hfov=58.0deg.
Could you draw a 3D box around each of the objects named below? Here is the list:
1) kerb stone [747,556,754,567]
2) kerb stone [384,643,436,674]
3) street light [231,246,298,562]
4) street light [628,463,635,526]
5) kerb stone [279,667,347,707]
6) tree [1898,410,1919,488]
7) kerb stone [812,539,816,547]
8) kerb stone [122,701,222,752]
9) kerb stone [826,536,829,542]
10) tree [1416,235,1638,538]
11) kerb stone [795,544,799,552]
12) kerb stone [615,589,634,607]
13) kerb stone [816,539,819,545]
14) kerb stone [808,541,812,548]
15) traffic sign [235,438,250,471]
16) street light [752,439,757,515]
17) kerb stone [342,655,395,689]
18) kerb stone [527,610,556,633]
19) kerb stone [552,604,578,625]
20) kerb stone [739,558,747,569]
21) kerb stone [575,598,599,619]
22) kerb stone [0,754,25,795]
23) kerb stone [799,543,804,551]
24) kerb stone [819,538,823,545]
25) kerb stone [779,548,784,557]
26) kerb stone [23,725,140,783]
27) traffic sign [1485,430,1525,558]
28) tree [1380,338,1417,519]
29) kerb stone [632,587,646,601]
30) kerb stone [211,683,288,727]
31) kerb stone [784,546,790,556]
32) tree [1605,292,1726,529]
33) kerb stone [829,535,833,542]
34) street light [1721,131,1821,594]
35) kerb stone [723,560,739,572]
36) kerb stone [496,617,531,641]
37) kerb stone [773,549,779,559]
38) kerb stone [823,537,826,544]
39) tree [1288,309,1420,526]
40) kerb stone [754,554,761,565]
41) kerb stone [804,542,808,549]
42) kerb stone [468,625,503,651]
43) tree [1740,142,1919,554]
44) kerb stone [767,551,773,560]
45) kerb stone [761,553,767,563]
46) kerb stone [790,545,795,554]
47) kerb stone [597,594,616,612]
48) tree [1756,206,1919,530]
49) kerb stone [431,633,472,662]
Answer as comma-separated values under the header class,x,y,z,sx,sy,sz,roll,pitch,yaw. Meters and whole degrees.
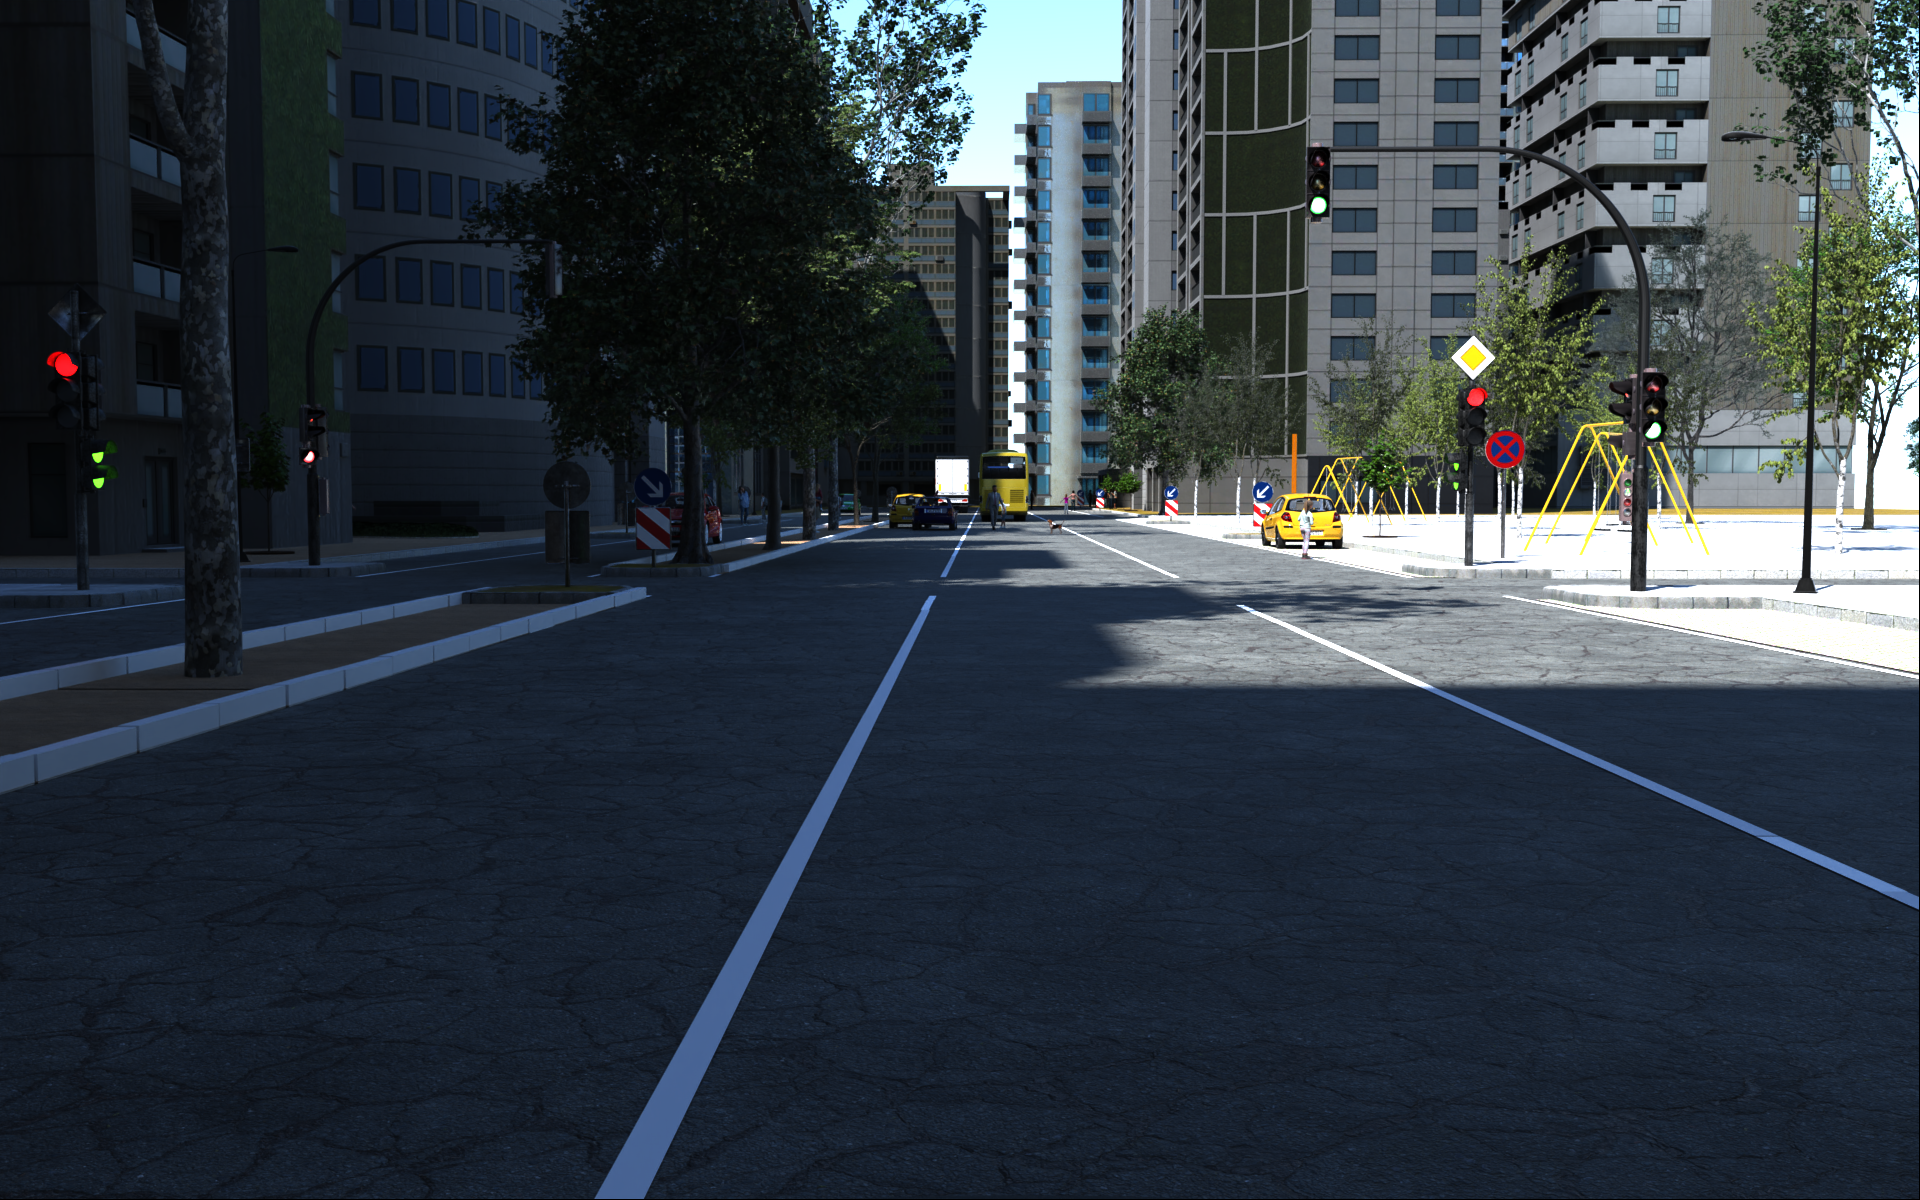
class,x,y,z,sx,sy,sz,roll,pitch,yaw
kerb stone,-4.241,-0.731,34.192,0.120,0.150,1.000,0,4,1
kerb stone,-4.540,0.489,14.207,0.120,0.150,1.000,0,4,1
street light,-13.063,-3.669,32.533,1.470,5.913,1.316,0,4,1
street light,-12.564,-5.885,68.760,1.470,5.913,1.316,0,4,1
kerb stone,-4.569,0.614,12.154,0.120,0.150,1.000,0,4,1
tree,59.775,-7.789,90.253,20.602,7.101,11.467,-2,4,-24
kerb stone,-4.056,-1.487,46.509,0.120,0.150,1.000,0,4,1
kerb stone,-4.599,0.740,10.095,0.120,0.150,1.000,0,4,1
kerb stone,-3.997,-1.738,50.610,0.120,0.150,1.000,0,4,1
tree,16.528,-6.113,50.311,4.737,8.622,4.395,0,3,0
kerb stone,-4.112,-1.236,42.404,0.120,0.150,1.000,0,4,1
kerb stone,-4.411,-0.007,22.386,0.120,0.150,1.000,0,4,1
kerb stone,-4.037,-1.550,47.541,0.120,0.150,1.000,0,4,1
kerb stone,-4.066,-1.424,45.486,0.120,0.150,1.000,0,4,1
traffic sign,-13.266,-1.806,31.651,0.606,2.300,0.079,0,4,6
street light,-11.993,-8.121,105.316,1.470,5.913,1.316,0,4,1
kerb stone,-4.548,0.556,13.180,0.120,0.150,1.000,0,4,1
kerb stone,-4.478,0.239,18.294,0.120,0.150,1.000,0,4,1
kerb stone,-4.467,0.176,19.316,0.120,0.150,1.000,0,4,1
kerb stone,-4.256,-0.671,33.170,0.120,0.150,1.000,0,4,1
kerb stone,-4.446,0.113,20.343,0.120,0.150,1.000,0,4,1
kerb stone,-4.633,0.866,8.042,0.120,0.150,1.000,0,4,1
kerb stone,-4.097,-1.297,43.436,0.120,0.150,1.000,0,4,1
kerb stone,-4.028,-1.613,48.563,0.120,0.150,1.000,0,4,1
kerb stone,-4.162,-1.048,39.324,0.120,0.150,1.000,0,4,1
kerb stone,-4.618,0.807,9.074,0.120,0.150,1.000,0,4,1
traffic sign,10.832,-2.103,34.491,0.768,2.556,0.104,0,4,8
tree,21.388,-7.768,77.368,4.737,8.622,4.395,0,3,0
kerb stone,-4.397,-0.071,23.408,0.120,0.150,1.000,0,4,1
kerb stone,-4.591,0.678,11.117,0.120,0.150,1.000,0,4,1
kerb stone,-4.146,-1.111,40.354,0.120,0.150,1.000,0,4,1
tree,25.326,-6.855,62.449,4.360,8.622,3.978,0,3,0
kerb stone,-3.975,-1.800,51.632,0.120,0.150,1.000,0,4,1
street light,10.445,-3.045,22.330,1.470,5.913,1.316,0,4,1
kerb stone,-4.275,-0.609,32.148,0.120,0.150,1.000,0,4,1
kerb stone,-4.497,0.301,17.272,0.120,0.150,1.000,0,4,1
kerb stone,-4.176,-0.983,38.302,0.120,0.150,1.000,0,4,1
kerb stone,-4.009,-1.674,49.588,0.120,0.150,1.000,0,4,1
tree,16.222,-7.255,68.975,4.360,8.622,3.978,0,3,0
kerb stone,-4.225,-0.797,35.232,0.120,0.150,1.000,0,4,1
kerb stone,-4.085,-1.362,44.463,0.120,0.150,1.000,0,4,1
kerb stone,-4.512,0.367,16.250,0.120,0.150,1.000,0,4,1
tree,18.987,-5.314,37.249,4.737,8.622,4.395,0,3,0
kerb stone,-4.196,-0.922,37.276,0.120,0.150,1.000,0,4,1
kerb stone,-4.213,-0.860,36.254,0.120,0.150,1.000,0,4,1
kerb stone,-4.128,-1.169,41.376,0.120,0.150,1.000,0,4,1
kerb stone,-4.438,0.051,21.365,0.120,0.150,1.000,0,4,1
tree,32.861,-8.329,61.936,9.928,11.665,9.643,0,3,0
kerb stone,-4.524,0.430,15.229,0.120,0.150,1.000,0,4,1
